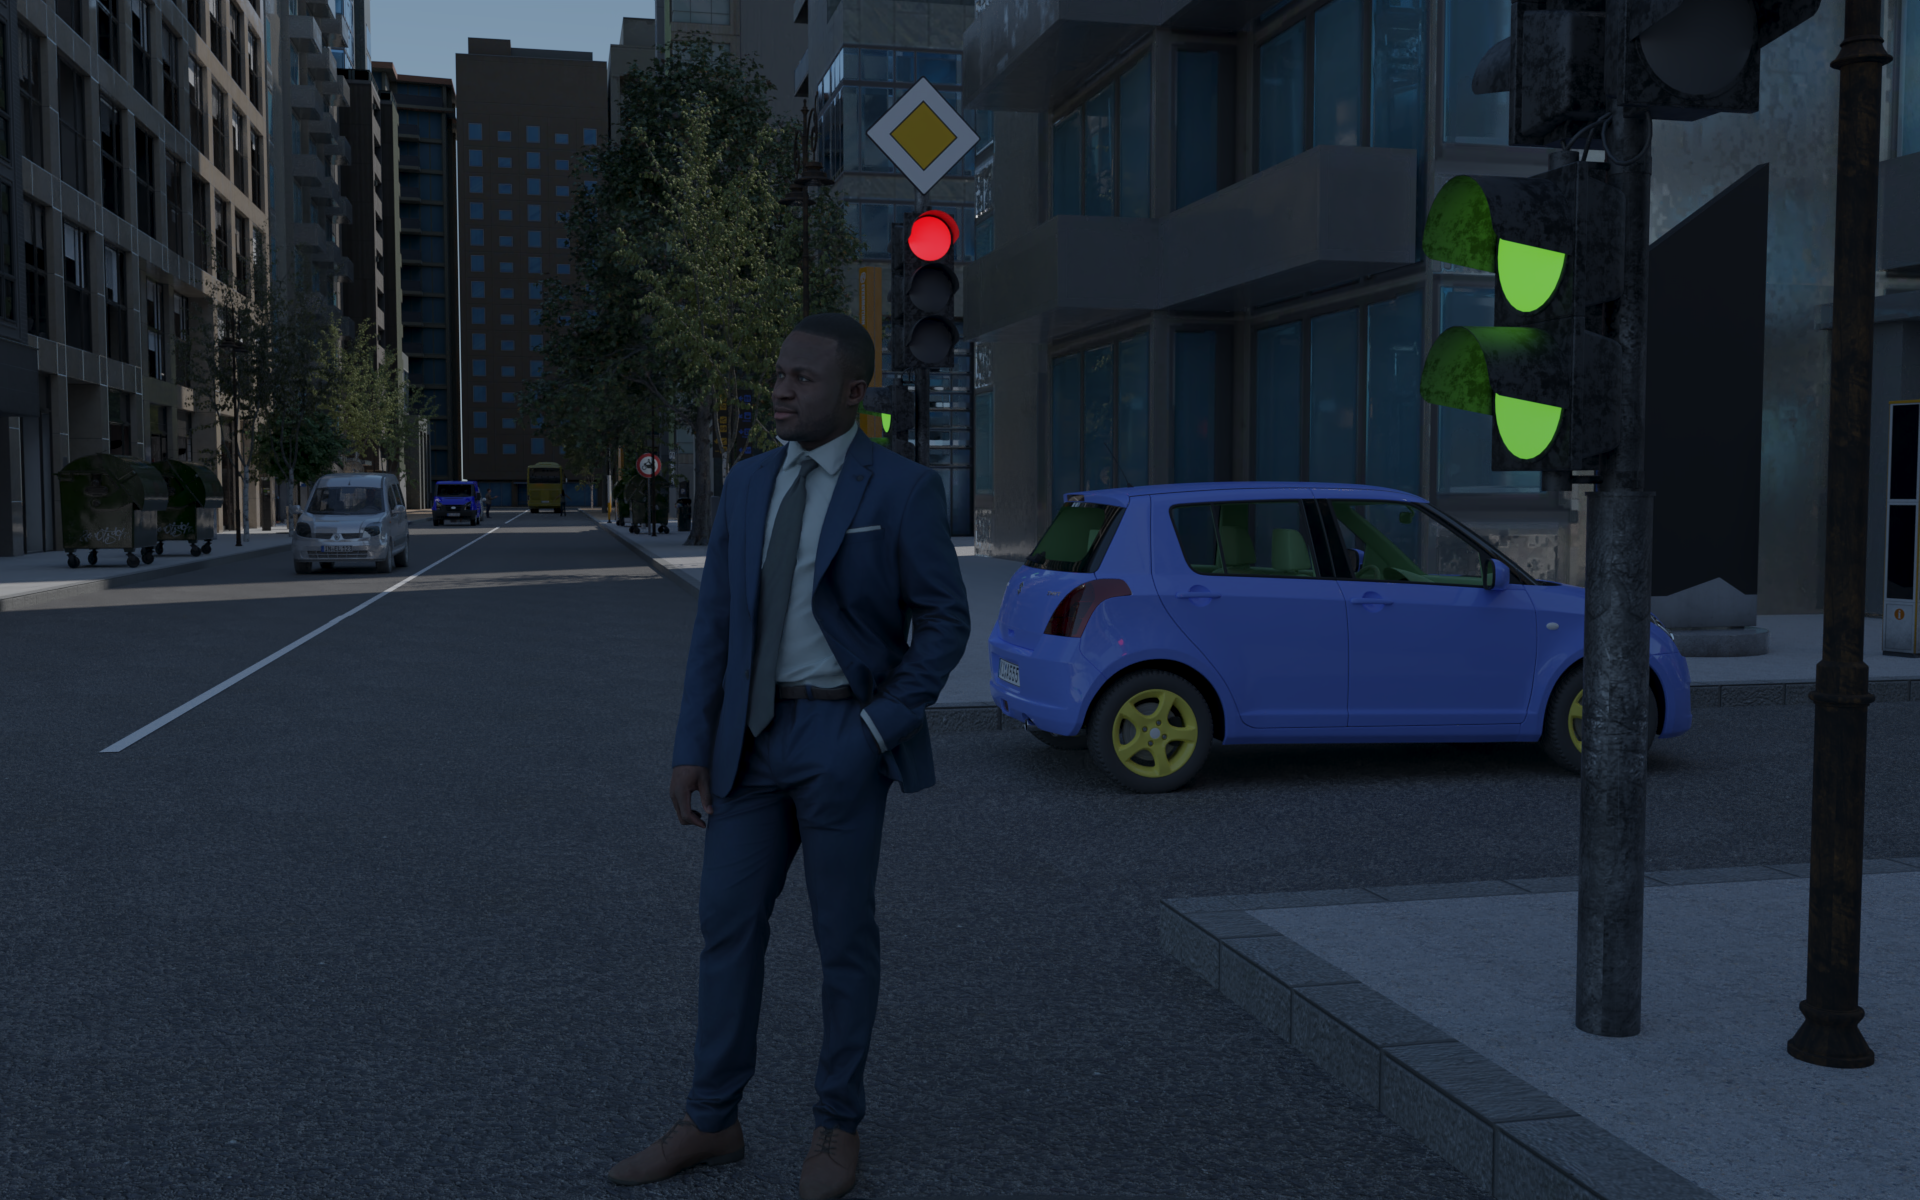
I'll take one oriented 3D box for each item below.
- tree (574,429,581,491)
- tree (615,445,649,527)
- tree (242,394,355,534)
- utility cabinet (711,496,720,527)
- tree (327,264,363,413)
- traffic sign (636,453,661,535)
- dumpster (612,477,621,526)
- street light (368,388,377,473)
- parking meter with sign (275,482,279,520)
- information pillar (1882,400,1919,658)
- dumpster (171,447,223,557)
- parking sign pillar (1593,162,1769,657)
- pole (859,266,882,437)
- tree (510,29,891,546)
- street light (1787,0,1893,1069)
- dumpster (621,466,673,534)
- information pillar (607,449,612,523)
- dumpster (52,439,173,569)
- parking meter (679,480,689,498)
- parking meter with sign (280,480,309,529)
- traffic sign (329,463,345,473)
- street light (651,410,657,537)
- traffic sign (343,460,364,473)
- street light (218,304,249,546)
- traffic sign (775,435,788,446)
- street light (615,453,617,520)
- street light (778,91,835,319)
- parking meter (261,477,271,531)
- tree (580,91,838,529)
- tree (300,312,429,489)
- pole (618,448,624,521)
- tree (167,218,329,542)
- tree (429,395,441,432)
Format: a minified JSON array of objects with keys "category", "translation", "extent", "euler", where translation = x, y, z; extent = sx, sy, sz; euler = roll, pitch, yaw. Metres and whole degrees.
[{"category":"tree","translation":[-11.573,-6.904,63.250],"extent":[4.737,8.622,4.395],"euler":[0,3,0]},{"category":"tree","translation":[-12.406,-4.435,67.115],"extent":[1.663,3.219,1.824],"euler":[0,3,0]},{"category":"tree","translation":[-21.568,-4.452,56.496],"extent":[4.285,4.588,4.351],"euler":[0,3,0]},{"category":"utility cabinet","translation":[-8.055,-2.764,56.347],"extent":[0.306,1.237,1.020],"euler":[0,4,6]},{"category":"tree","translation":[-19.948,-6.187,51.525],"extent":[4.360,8.622,3.978],"euler":[0,3,0]},{"category":"traffic sign","translation":[-9.667,-3.287,53.849],"extent":[0.768,2.556,0.104],"euler":[-1,4,-11]},{"category":"dumpster","translation":[-13.131,-4.085,69.276],"extent":[1.502,2.255,1.985],"euler":[-1,4,-13]},{"category":"street light","translation":[-25.379,-6.251,74.997],"extent":[0.468,5.910,1.993],"euler":[-1,4,-13]},{"category":"parking meter with sign","translation":[-31.110,-5.074,79.225],"extent":[1.738,3.016,0.543],"euler":[-1,4,-23]},{"category":"information pillar","translation":[7.526,-0.560,13.648],"extent":[0.304,2.012,0.304],"euler":[-2,4,-24]},{"category":"dumpster","translation":[-16.260,-2.045,35.928],"extent":[1.502,2.255,1.985],"euler":[-1,4,-13]},{"category":"parking sign pillar","translation":[5.889,-1.573,14.193],"extent":[1.447,3.967,1.447],"euler":[-1,4,-15]},{"category":"pole","translation":[-0.806,-1.335,15.678],"extent":[0.158,3.312,0.155],"euler":[0,3,0]},{"category":"tree","translation":[-6.352,-7.716,43.158],"extent":[9.611,12.733,9.660],"euler":[0,3,0]},{"category":"street light","translation":[1.986,-1.895,3.774],"extent":[0.468,5.910,1.993],"euler":[-1,4,-13]},{"category":"dumpster","translation":[-10.087,-3.276,56.057],"extent":[1.502,2.255,1.985],"euler":[-1,4,-13]},{"category":"information pillar","translation":[-15.534,-5.219,76.693],"extent":[0.183,3.616,0.504],"euler":[0,4,-5]},{"category":"dumpster","translation":[-15.016,-1.721,30.635],"extent":[1.502,2.255,1.985],"euler":[-1,4,-13]},{"category":"parking meter","translation":[-11.588,-4.101,72.770],"extent":[0.399,1.863,0.255],"euler":[1,4,18]},{"category":"parking meter with sign","translation":[-24.098,-4.090,63.131],"extent":[0.543,3.016,1.738],"euler":[-3,5,-43]},{"category":"traffic sign","translation":[-23.149,-3.851,64.154],"extent":[0.795,2.450,0.064],"euler":[-1,4,-13]},{"category":"street light","translation":[-9.251,-4.858,52.211],"extent":[0.468,5.910,1.993],"euler":[-1,4,-13]},{"category":"traffic sign","translation":[-22.982,-4.012,65.695],"extent":[0.768,2.556,0.104],"euler":[-1,4,-10]},{"category":"street light","translation":[-17.718,-4.256,42.366],"extent":[0.468,5.910,1.993],"euler":[-1,4,-13]},{"category":"traffic sign","translation":[-2.077,-1.346,23.199],"extent":[0.795,2.450,0.064],"euler":[0,4,-6]},{"category":"street light","translation":[-16.807,-6.835,84.542],"extent":[0.468,5.910,1.993],"euler":[-1,4,-13]},{"category":"street light","translation":[-1.813,-2.914,20.432],"extent":[0.468,5.910,1.993],"euler":[-1,4,-13]},{"category":"parking meter","translation":[-24.156,-3.338,60.280],"extent":[0.255,1.863,0.399],"euler":[-2,4,-32]},{"category":"tree","translation":[-4.302,-4.992,31.989],"extent":[4.737,8.622,4.395],"euler":[0,3,0]},{"category":"tree","translation":[-24.971,-7.388,71.151],"extent":[4.737,8.622,4.395],"euler":[0,3,0]},{"category":"pole","translation":[-13.835,-4.703,70.734],"extent":[0.158,3.312,0.155],"euler":[0,3,0]},{"category":"tree","translation":[-19.326,-5.890,46.663],"extent":[4.360,8.622,3.978],"euler":[0,3,0]},{"category":"tree","translation":[-27.781,-8.185,84.191],"extent":[4.737,8.622,4.395],"euler":[0,3,0]}]
